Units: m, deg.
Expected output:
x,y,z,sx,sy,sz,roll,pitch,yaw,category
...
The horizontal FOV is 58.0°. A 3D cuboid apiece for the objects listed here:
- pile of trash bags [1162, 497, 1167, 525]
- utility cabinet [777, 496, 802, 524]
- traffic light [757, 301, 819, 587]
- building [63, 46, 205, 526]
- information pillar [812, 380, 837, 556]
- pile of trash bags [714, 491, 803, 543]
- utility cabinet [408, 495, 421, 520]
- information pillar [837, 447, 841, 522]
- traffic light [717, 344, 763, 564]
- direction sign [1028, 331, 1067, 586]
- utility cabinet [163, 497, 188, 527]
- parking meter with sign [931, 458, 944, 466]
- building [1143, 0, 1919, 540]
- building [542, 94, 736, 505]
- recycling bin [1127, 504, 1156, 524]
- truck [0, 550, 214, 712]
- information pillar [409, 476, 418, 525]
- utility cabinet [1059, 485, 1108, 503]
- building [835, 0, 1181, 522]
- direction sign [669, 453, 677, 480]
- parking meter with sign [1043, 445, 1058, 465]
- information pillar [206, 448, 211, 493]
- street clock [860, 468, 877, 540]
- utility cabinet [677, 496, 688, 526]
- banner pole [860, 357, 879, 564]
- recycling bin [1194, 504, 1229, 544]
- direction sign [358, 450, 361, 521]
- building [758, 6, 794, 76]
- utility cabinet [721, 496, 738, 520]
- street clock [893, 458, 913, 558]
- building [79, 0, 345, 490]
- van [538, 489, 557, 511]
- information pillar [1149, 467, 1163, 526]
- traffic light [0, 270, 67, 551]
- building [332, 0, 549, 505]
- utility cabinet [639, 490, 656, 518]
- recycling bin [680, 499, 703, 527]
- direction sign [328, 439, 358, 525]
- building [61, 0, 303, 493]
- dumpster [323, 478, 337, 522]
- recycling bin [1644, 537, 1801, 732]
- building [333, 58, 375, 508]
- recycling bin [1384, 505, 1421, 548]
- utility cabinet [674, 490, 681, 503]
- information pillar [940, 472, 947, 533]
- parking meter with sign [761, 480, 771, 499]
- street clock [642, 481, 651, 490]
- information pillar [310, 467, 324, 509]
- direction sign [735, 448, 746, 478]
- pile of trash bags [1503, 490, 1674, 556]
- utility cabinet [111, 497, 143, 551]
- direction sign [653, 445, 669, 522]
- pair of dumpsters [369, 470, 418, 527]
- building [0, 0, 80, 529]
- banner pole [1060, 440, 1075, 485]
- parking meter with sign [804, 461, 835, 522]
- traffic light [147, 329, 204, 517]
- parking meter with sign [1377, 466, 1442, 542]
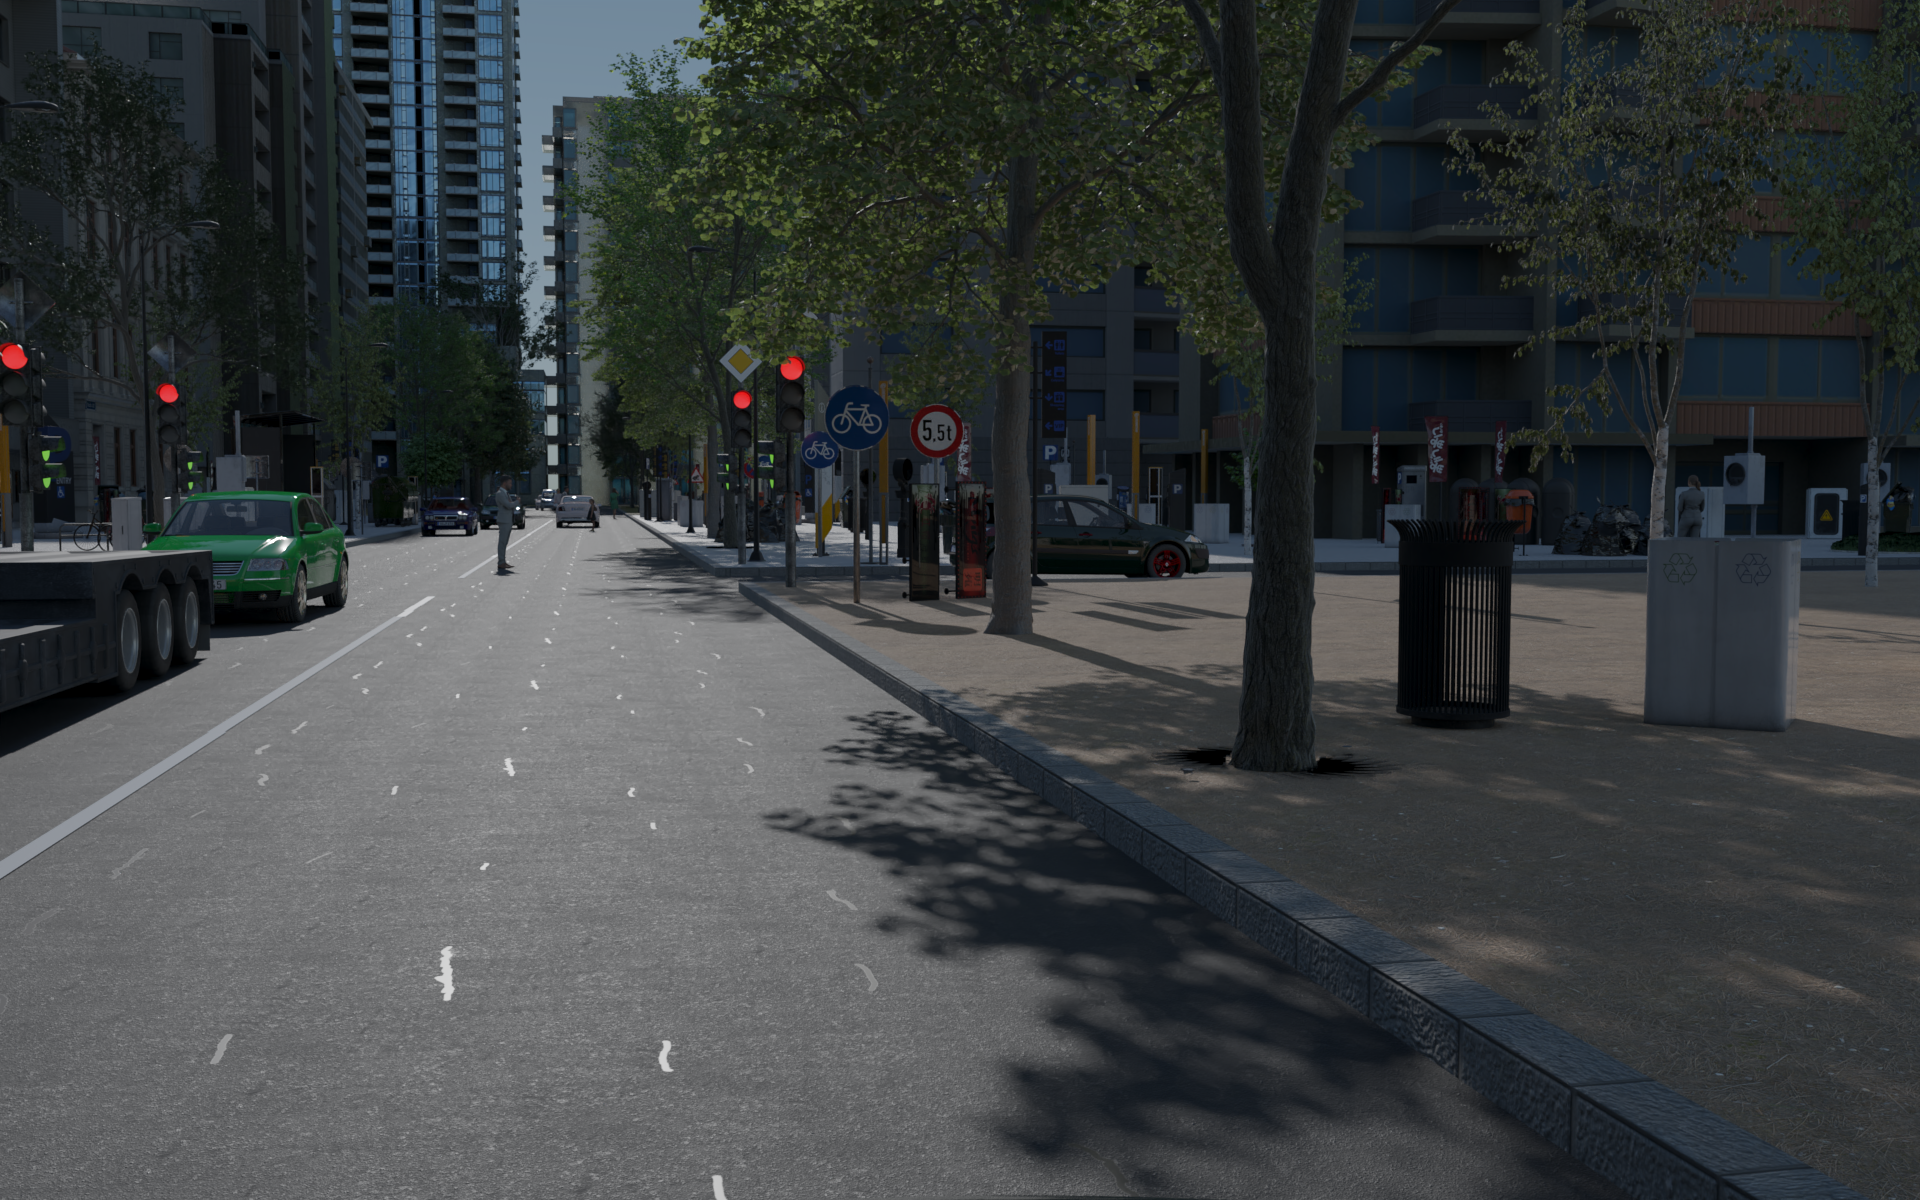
x,y,z,sx,sy,sz,roll,pitch,yaw,category
9.718,-3.842,72.570,3.447,1.369,1.912,2,4,28,pile of trash bags
-7.213,-3.792,73.166,1.020,1.237,0.306,-1,4,-17,utility cabinet
-2.352,-2.132,23.779,0.839,4.253,0.868,-1,4,-12,traffic light
-41.595,-14.716,76.760,11.583,22.565,21.152,-1,4,-12,building
-2.834,-2.720,35.825,0.183,3.616,0.504,2,4,33,information pillar
-5.189,-2.279,47.011,1.912,1.369,3.447,1,4,20,pile of trash bags
-31.142,-5.336,98.406,1.020,1.237,0.306,1,4,16,utility cabinet
-5.555,-5.349,78.810,0.183,3.616,0.504,2,4,25,information pillar
-4.008,-2.610,31.591,0.839,4.253,0.868,-1,4,-12,traffic light
1.047,-1.968,24.170,0.876,3.537,0.379,0,4,-1,direction sign
-15.437,-1.447,34.824,1.020,1.237,0.306,0,4,-2,utility cabinet
-1.052,-4.917,76.661,0.543,3.016,1.738,0,4,4,parking meter with sign
21.307,-24.748,59.259,28.867,44.769,22.147,-1,4,-12,building
-34.685,-36.116,210.110,30.456,49.044,23.786,-1,4,-12,building
4.740,-2.001,45.266,0.722,1.027,0.722,1,4,8,recycling bin
-5.663,-0.977,5.733,2.967,4.110,18.799,-1,4,-13,truck
-22.724,-4.128,71.988,0.304,2.012,0.304,0,4,1,information pillar
3.025,-2.065,42.436,1.173,1.500,0.318,0,4,-5,utility cabinet
1.963,-33.781,94.323,21.231,58.520,28.212,-1,4,-12,building
-15.936,-6.301,95.017,0.876,3.537,0.379,0,4,7,direction sign
3.184,-3.934,60.576,0.543,3.016,1.738,0,4,1,parking meter with sign
-37.356,-5.795,86.107,0.183,3.616,0.504,-1,4,-13,information pillar
-2.575,-2.691,48.572,0.471,2.002,0.358,0,4,1,street clock
-11.270,-3.627,70.455,0.306,1.237,1.020,-1,4,-19,utility cabinet
-1.650,-2.562,31.900,0.401,3.779,0.863,0,4,-4,banner pole
6.557,-1.994,45.151,0.722,1.027,0.722,2,4,31,recycling bin
-28.289,-5.454,81.172,0.379,3.537,0.876,-2,4,-34,direction sign
-6.949,-32.942,158.206,23.786,49.044,30.456,-1,4,-12,building
-8.666,-3.295,65.028,0.306,1.237,1.020,1,4,13,utility cabinet
-1.150,-1.855,34.902,0.358,2.002,0.471,2,4,26,street clock
-51.238,-26.666,119.589,14.154,41.232,14.086,-1,4,-12,building
-35.079,-8.644,148.341,2.013,2.044,4.112,-1,4,-13,van
5.335,-2.617,47.281,0.304,2.012,0.304,1,4,22,information pillar
-11.752,-2.010,21.778,0.839,4.253,0.868,-1,4,-12,traffic light
-64.646,-54.402,202.140,31.000,86.520,22.319,-1,4,-12,building
-16.617,-5.157,93.002,1.173,1.500,0.318,1,4,22,utility cabinet
-10.605,-3.416,68.410,0.722,1.027,0.722,1,4,14,recycling bin
-25.566,-4.878,71.759,0.876,3.537,0.379,-2,4,-30,direction sign
-48.981,-20.447,106.012,14.160,30.474,14.107,-1,4,-12,building
-21.196,-3.119,56.746,1.264,1.857,1.865,-1,4,-12,dumpster
4.301,0.171,9.765,0.722,1.027,0.722,2,4,30,recycling bin
-62.992,-27.810,146.569,23.993,40.220,32.217,-1,4,-12,building
10.588,-1.766,41.432,0.722,1.027,0.722,2,4,25,recycling bin
-16.428,-5.627,100.681,0.318,1.500,1.173,-1,4,-16,utility cabinet
-0.624,-3.225,57.219,0.304,2.012,0.304,-1,4,-20,information pillar
-10.415,-5.922,93.081,0.543,3.016,1.738,-1,4,-14,parking meter with sign
-17.662,-5.697,97.723,0.471,2.002,0.358,-3,5,-44,street clock
-17.348,-2.586,46.774,0.304,2.012,0.304,-1,4,-15,information pillar
-10.882,-5.742,85.876,0.379,3.537,0.876,-3,5,-43,direction sign
13.087,-1.626,36.334,3.447,1.369,1.912,0,4,-6,pile of trash bags
-16.949,-1.472,35.223,0.306,1.237,1.020,-3,5,-42,utility cabinet
-13.924,-5.370,79.791,0.379,3.537,0.876,-3,4,-38,direction sign
-22.494,-4.053,68.765,1.574,2.255,4.437,-1,4,-12,pair of dumpsters
-37.734,-14.150,50.411,14.314,24.678,30.058,-1,4,-12,building
5.041,-5.525,80.353,0.863,3.779,0.401,0,3,0,banner pole
-6.505,-5.174,80.858,1.738,3.016,0.543,3,5,44,parking meter with sign
-13.408,-2.487,29.591,0.839,4.253,0.868,-1,4,-12,traffic light
12.175,-3.089,46.768,1.738,3.016,0.543,0,4,-4,parking meter with sign
